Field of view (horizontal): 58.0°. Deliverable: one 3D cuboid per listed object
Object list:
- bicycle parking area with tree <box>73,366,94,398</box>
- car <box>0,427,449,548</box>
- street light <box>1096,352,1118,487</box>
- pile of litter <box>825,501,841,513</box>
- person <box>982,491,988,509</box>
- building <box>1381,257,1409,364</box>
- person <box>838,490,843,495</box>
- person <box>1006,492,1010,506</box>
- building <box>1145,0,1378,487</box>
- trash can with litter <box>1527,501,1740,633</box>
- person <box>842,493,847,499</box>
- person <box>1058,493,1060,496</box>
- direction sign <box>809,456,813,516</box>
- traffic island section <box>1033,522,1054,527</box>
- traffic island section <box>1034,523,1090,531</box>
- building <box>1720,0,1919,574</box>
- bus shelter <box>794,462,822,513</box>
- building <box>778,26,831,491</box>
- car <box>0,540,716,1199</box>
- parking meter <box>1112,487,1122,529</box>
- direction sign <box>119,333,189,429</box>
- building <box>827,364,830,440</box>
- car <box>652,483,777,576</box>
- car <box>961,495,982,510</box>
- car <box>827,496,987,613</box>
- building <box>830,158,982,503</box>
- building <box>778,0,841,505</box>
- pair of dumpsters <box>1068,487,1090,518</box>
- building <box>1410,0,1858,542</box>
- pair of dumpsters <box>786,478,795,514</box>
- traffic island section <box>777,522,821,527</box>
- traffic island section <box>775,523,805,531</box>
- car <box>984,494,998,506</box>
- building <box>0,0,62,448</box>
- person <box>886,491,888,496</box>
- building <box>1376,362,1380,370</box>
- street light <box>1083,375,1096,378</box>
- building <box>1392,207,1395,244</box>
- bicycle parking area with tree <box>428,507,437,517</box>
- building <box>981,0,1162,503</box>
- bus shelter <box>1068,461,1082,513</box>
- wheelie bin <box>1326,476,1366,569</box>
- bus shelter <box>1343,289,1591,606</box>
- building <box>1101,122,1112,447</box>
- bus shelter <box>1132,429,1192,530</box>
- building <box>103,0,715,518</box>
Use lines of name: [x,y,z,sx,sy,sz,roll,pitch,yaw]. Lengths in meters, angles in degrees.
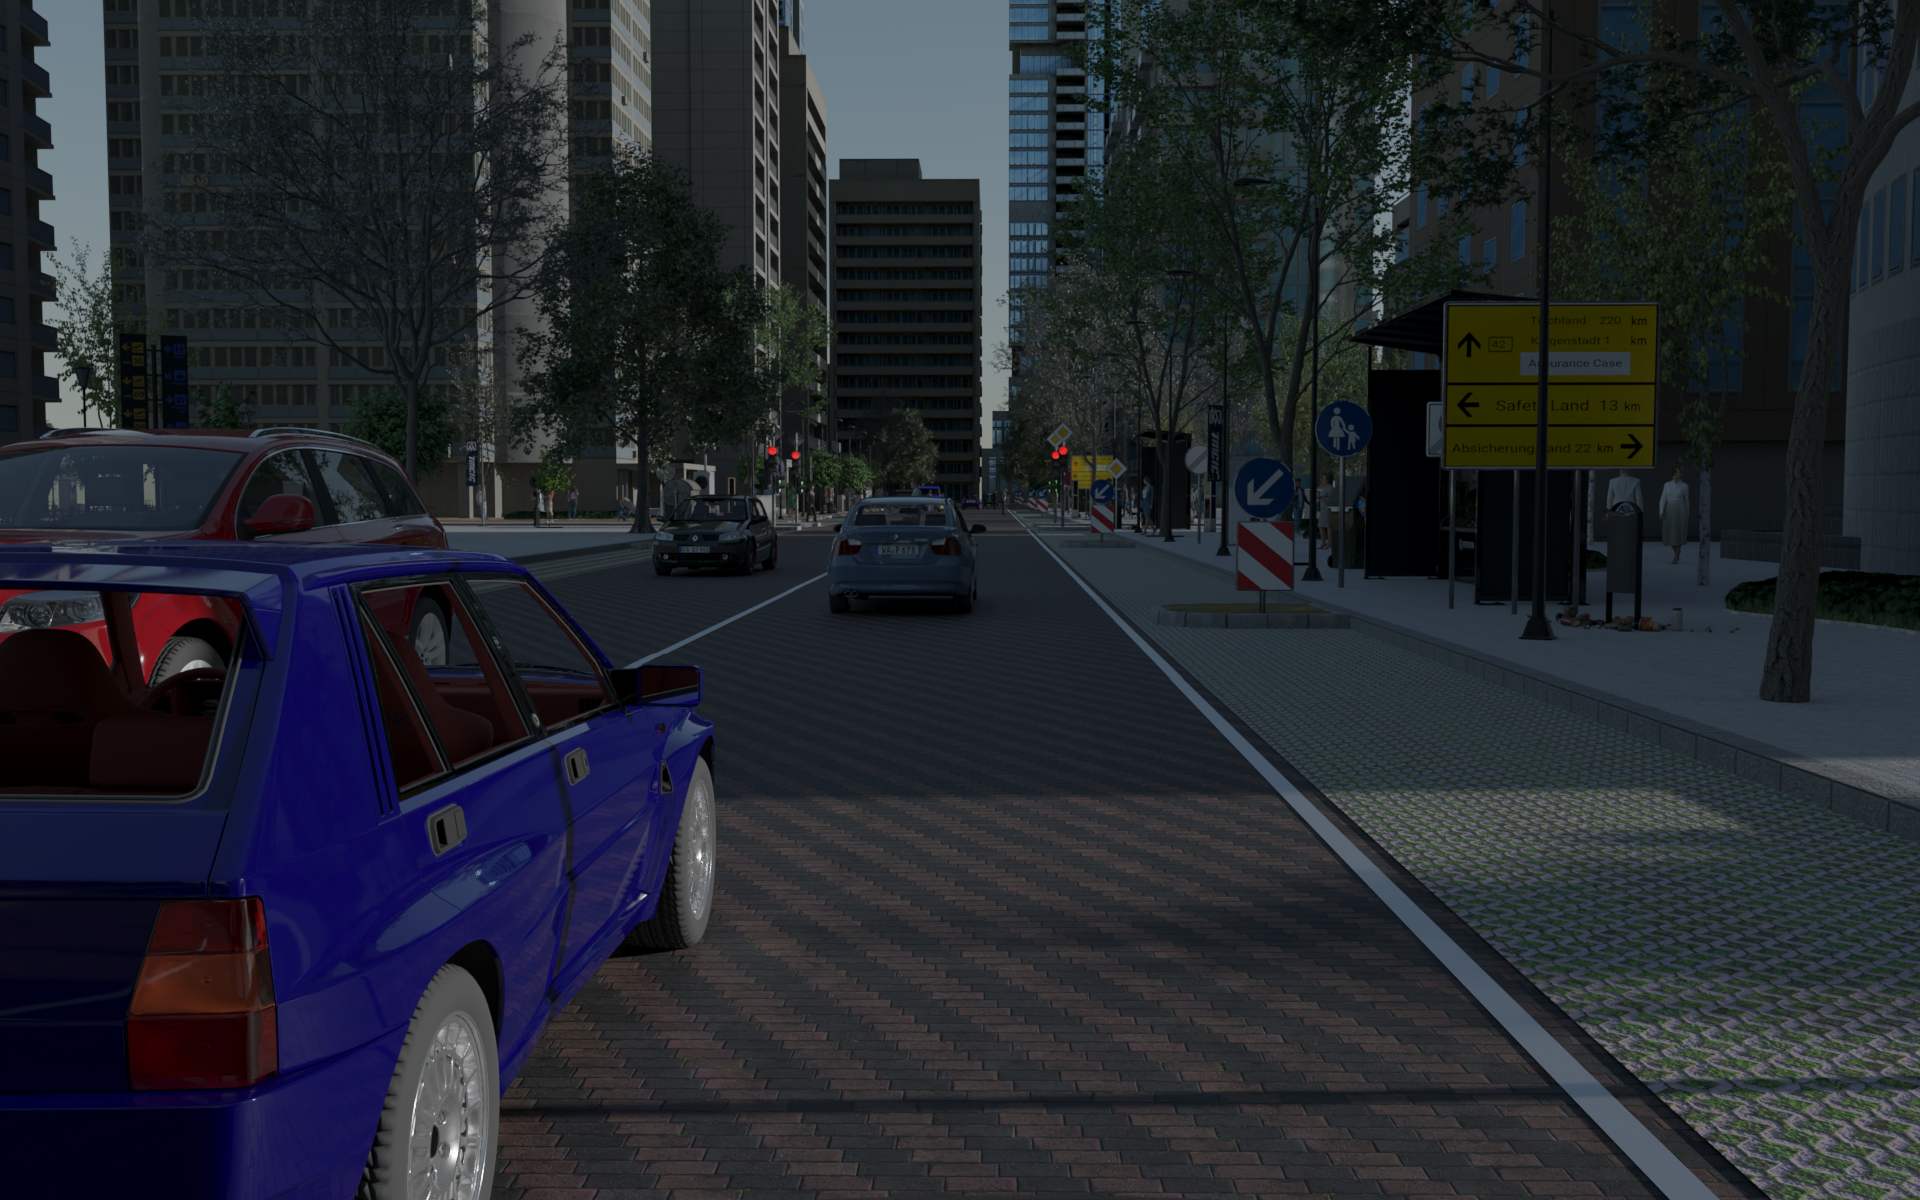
bicycle parking area with tree: [-21.892,-3.265,40.390,8.231,4.147,9.016,3,5,41]
car: [-4.423,-0.055,9.571,2.281,1.827,5.304,0,4,2]
street light: [5.343,-5.159,56.892,1.470,5.913,1.316,0,4,1]
pile of litter: [-8.494,-6.229,115.803,1.176,0.858,1.719,0,4,-2]
person: [2.489,-9.904,171.356,0.541,1.710,0.530,1,4,12]
building: [59.767,-26.881,211.207,14.107,30.474,14.160,0,4,1]
person: [-14.067,-12.208,205.729,1.350,1.814,0.705,1,4,18]
person: [5.954,-12.542,214.229,0.551,1.740,0.621,-1,4,-12]
building: [28.288,-33.784,171.980,23.786,49.044,30.456,0,4,1]
trash can with litter: [6.383,-0.360,16.946,1.678,1.210,2.233,-1,4,-10]
person: [-13.042,-11.658,197.374,1.217,1.743,0.721,0,4,-2]
person: [10.244,-10.191,172.806,1.348,1.807,0.705,2,4,31]
direction sign: [-8.783,-6.732,102.071,0.379,3.537,0.876,0,4,3]
traffic island section: [4.213,-3.296,76.176,2.009,0.180,2.903,0,4,1]
traffic island section: [4.064,-2.808,68.192,2.009,0.180,2.903,0,4,1]
building: [24.688,-29.347,21.830,21.231,58.520,28.212,0,4,1]
bus shelter: [-10.262,-7.827,119.262,1.731,3.624,6.357,0,4,1]
building: [-25.788,-34.301,184.519,21.300,48.544,21.600,0,4,1]
car: [-1.699,0.504,4.333,1.945,1.354,3.894,0,4,1]
parking meter: [5.773,-3.384,63.732,0.372,1.533,0.369,0,3,0]
direction sign: [-11.447,-1.999,24.679,0.876,3.537,0.379,-2,4,-31]
building: [-33.331,-25.238,257.679,28.899,21.520,27.650,0,4,1]
car: [-4.446,-1.342,31.731,2.009,1.686,4.222,0,4,3]
car: [1.011,-8.713,155.045,1.945,1.354,3.894,0,4,2]
car: [-0.671,-0.621,22.163,2.014,1.417,4.499,0,4,2]
building: [-7.586,-38.465,252.596,21.600,48.544,21.300,0,4,1]
building: [-30.788,-54.666,206.462,31.000,86.520,22.319,0,4,1]
pair of dumpsters: [6.816,-5.642,94.743,1.574,2.255,4.437,0,4,1]
building: [22.240,-24.562,51.696,14.600,45.320,14.200,0,4,1]
pair of dumpsters: [-10.517,-6.030,101.081,1.574,2.255,4.437,0,4,1]
traffic island section: [-7.227,-3.310,76.393,2.009,0.180,2.903,0,4,1]
traffic island section: [-7.375,-2.821,68.409,2.009,0.180,2.903,0,4,1]
car: [3.762,-12.393,211.418,1.959,1.807,4.718,0,4,2]
building: [-67.044,-33.781,94.314,28.212,58.520,21.231,0,4,1]
person: [-8.544,-12.173,206.003,0.436,1.711,0.756,-1,4,-18]
building: [48.960,-25.105,255.510,28.899,21.520,27.650,0,4,1]
street light: [5.487,-5.824,67.758,1.470,5.913,1.316,0,4,1]
building: [70.386,-36.565,247.948,14.200,45.320,14.600,0,4,1]
bicycle parking area with tree: [-29.757,-5.964,84.508,9.016,4.147,8.231,0,4,7]
building: [18.726,-57.442,251.854,31.000,86.520,22.319,0,4,1]
bus shelter: [8.686,-8.062,123.099,1.731,3.624,6.357,0,4,1]
wheelie bin: [6.762,-1.345,29.895,0.693,1.594,0.980,-2,4,-33]
bus shelter: [6.540,-1.940,22.994,1.731,3.624,6.357,0,4,1]
building: [28.219,-35.687,203.087,23.786,49.044,30.456,0,4,1]
bus shelter: [7.590,-4.523,65.233,1.731,3.624,6.357,0,4,1]
building: [-31.435,-25.055,101.527,32.217,40.220,23.993,0,4,1]
